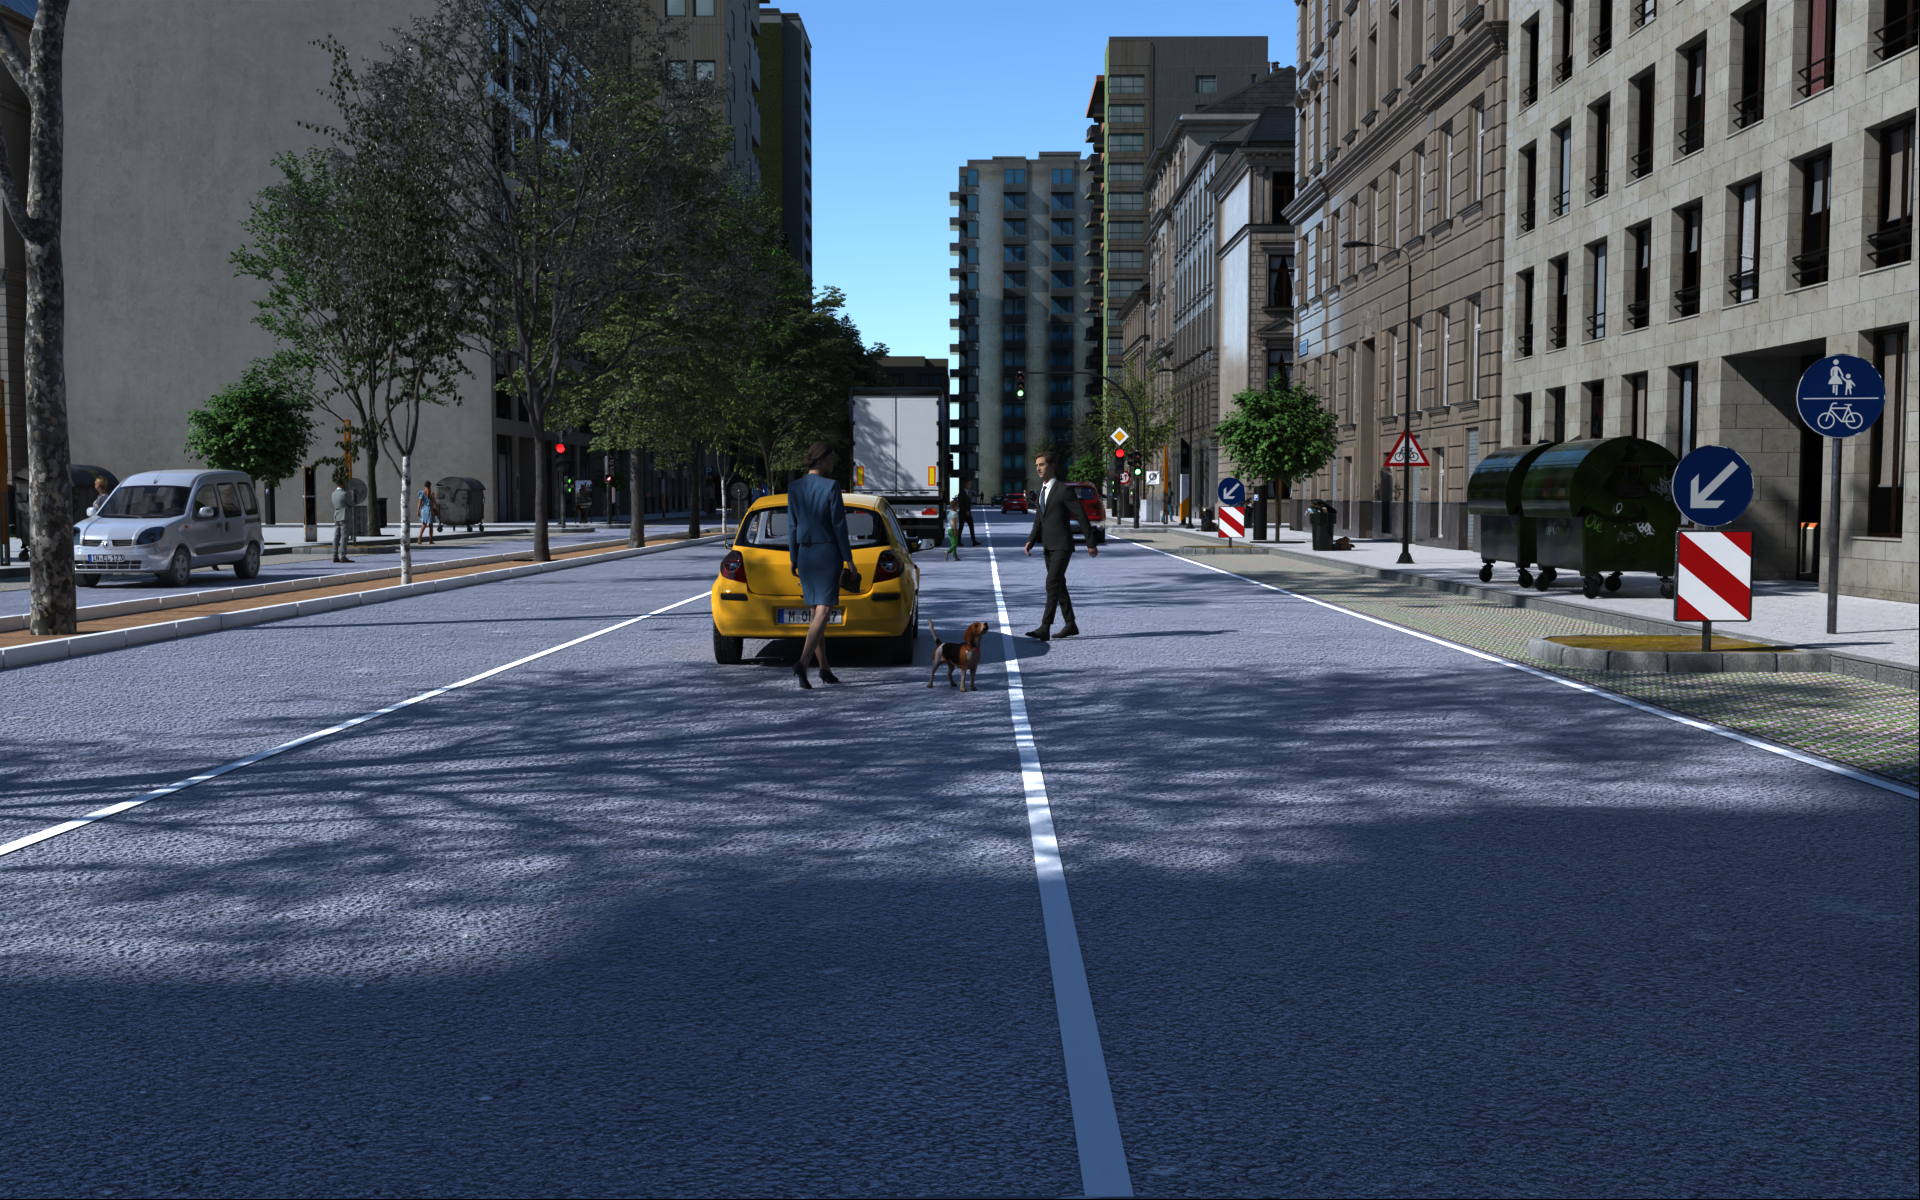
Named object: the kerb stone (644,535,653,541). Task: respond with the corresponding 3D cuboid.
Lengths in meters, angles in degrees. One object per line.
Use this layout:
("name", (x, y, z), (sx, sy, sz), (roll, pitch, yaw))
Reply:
("kerb stone", (-9.569, -1.867, 52.716), (0.120, 0.150, 1.000), (0, 4, 1))

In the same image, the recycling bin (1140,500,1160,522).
("recycling bin", (8.691, -4.073, 79.146), (0.722, 1.027, 0.722), (-1, 4, -15))

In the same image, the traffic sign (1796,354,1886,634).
("traffic sign", (8.008, -0.962, 15.836), (0.768, 2.556, 0.104), (0, 4, 8))

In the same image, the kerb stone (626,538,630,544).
("kerb stone", (-9.599, -1.678, 49.636), (0.120, 0.150, 1.000), (0, 4, 1))

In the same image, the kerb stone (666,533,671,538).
("kerb stone", (-9.535, -2.054, 55.785), (0.120, 0.150, 1.000), (0, 4, 1))

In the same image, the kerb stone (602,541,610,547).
("kerb stone", (-9.640, -1.484, 46.552), (0.120, 0.150, 1.000), (0, 4, 1))

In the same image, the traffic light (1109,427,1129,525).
("traffic light", (6.642, -5.106, 72.404), (0.839, 4.253, 0.868), (0, 4, 1))

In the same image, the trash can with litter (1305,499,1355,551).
("trash can with litter", (8.399, -1.707, 39.292), (1.055, 1.170, 0.624), (-2, 4, -25))

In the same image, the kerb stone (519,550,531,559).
("kerb stone", (-9.737, -0.988, 38.357), (0.120, 0.150, 1.000), (0, 4, 1))

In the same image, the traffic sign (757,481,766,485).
("traffic sign", (-16.029, -8.531, 139.587), (0.768, 2.556, 0.104), (0, 4, 6))

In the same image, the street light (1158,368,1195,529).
("street light", (7.994, -5.600, 64.094), (1.470, 5.913, 1.316), (0, 4, 1))

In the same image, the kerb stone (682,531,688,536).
("kerb stone", (-9.485, -2.243, 58.868), (0.120, 0.150, 1.000), (0, 4, 1))

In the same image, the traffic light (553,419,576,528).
("traffic light", (-14.815, -4.633, 64.662), (0.839, 4.253, 0.868), (0, 4, 1))

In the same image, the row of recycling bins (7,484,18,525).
("row of recycling bins", (-38.633, -4.006, 72.610), (3.534, 1.692, 1.069), (0, 4, 4))

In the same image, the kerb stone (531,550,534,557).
("kerb stone", (-9.721, -1.051, 39.385), (0.120, 0.150, 1.000), (0, 4, 1))

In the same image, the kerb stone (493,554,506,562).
("kerb stone", (-9.766, -0.863, 36.302), (0.120, 0.150, 1.000), (0, 4, 1))

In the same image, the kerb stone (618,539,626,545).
("kerb stone", (-9.616, -1.615, 48.606), (0.120, 0.150, 1.000), (0, 4, 1))

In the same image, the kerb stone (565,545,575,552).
("kerb stone", (-9.685, -1.237, 42.456), (0.120, 0.150, 1.000), (0, 4, 1))

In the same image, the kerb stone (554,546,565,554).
("kerb stone", (-9.696, -1.177, 41.434), (0.120, 0.150, 1.000), (0, 4, 1))

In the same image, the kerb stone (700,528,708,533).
("kerb stone", (-9.430, -2.557, 64.003), (0.120, 0.150, 1.000), (0, 4, 1))

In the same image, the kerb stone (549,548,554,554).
("kerb stone", (-9.713, -1.114, 40.412), (0.120, 0.150, 1.000), (0, 4, 1))

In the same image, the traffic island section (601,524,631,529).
("traffic island section", (-14.758, -3.089, 72.782), (2.009, 0.180, 2.903), (0, 4, 1))

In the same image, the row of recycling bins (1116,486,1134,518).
("row of recycling bins", (9.123, -5.381, 95.097), (1.069, 1.692, 3.534), (0, 4, 4))

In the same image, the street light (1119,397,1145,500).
("street light", (8.252, -6.731, 82.596), (1.470, 5.913, 1.316), (0, 4, 1))

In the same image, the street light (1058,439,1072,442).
("street light", (9.058, -10.683, 147.204), (1.470, 5.913, 1.316), (0, 4, 1))

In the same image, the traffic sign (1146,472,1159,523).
("traffic sign", (8.588, -4.589, 77.164), (0.606, 2.300, 0.079), (0, 4, 7))

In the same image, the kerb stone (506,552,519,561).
("kerb stone", (-9.745, -0.923, 37.324), (0.120, 0.150, 1.000), (0, 4, 1))

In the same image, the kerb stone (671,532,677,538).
("kerb stone", (-9.507, -2.118, 56.818), (0.120, 0.150, 1.000), (0, 4, 1))

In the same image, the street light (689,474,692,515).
("street light", (-15.804, -8.127, 105.423), (1.470, 5.913, 1.316), (0, 4, 1))

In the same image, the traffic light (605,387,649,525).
("traffic light", (-12.625, -5.993, 72.656), (4.771, 5.953, 1.251), (0, 4, 1))

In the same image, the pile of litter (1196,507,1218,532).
("pile of litter", (8.680, -2.778, 59.386), (1.176, 0.858, 1.719), (0, 4, 8))

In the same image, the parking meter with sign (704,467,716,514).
("parking meter with sign", (-15.905, -6.995, 110.624), (0.543, 3.016, 1.738), (0, 4, 1))

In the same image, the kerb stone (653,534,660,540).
("kerb stone", (-9.553, -1.929, 53.738), (0.120, 0.150, 1.000), (0, 4, 1))

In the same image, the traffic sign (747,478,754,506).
("traffic sign", (-16.144, -8.214, 134.299), (0.884, 2.594, 0.081), (1, 4, 9))

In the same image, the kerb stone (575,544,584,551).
("kerb stone", (-9.671, -1.302, 43.478), (0.120, 0.150, 1.000), (0, 4, 1))

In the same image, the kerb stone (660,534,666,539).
("kerb stone", (-9.542, -1.992, 54.763), (0.120, 0.150, 1.000), (0, 4, 1))

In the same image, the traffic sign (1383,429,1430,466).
("traffic sign", (8.565, -2.035, 33.277), (0.884, 2.594, 0.081), (0, 4, 7))

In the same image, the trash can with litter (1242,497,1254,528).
("trash can with litter", (10.480, -3.268, 64.825), (1.055, 1.170, 0.624), (1, 4, 19))

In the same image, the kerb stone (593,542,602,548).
("kerb stone", (-9.654, -1.427, 45.522), (0.120, 0.150, 1.000), (0, 4, 1))

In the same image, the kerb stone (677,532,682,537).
("kerb stone", (-9.504, -2.180, 57.844), (0.120, 0.150, 1.000), (0, 4, 1))

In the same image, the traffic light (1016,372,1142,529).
("traffic light", (4.452, -5.482, 64.304), (4.771, 5.953, 1.251), (0, 4, 1))

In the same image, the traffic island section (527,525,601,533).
("traffic island section", (-14.855, -2.600, 64.797), (2.009, 0.180, 2.903), (0, 4, 1))

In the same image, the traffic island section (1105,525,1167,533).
("traffic island section", (6.585, -2.584, 64.533), (2.009, 0.180, 2.903), (0, 4, 1))

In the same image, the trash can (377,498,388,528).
("trash can", (-21.937, -3.282, 65.320), (0.748, 1.137, 0.748), (0, 3, 0))

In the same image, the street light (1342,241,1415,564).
("street light", (7.704, -3.631, 31.902), (1.470, 5.913, 1.316), (0, 4, 1))

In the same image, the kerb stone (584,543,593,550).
("kerb stone", (-9.666, -1.364, 44.500), (0.120, 0.150, 1.000), (0, 4, 1))

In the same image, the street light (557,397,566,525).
("street light", (-16.207, -6.120, 72.600), (1.470, 5.913, 1.316), (0, 4, 1))

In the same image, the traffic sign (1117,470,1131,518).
("traffic sign", (8.731, -5.648, 92.453), (0.768, 2.556, 0.104), (1, 4, 9))

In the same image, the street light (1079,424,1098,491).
("street light", (8.582, -8.700, 114.787), (1.470, 5.913, 1.316), (0, 4, 1))

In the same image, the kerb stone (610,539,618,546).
("kerb stone", (-9.624, -1.546, 47.573), (0.120, 0.150, 1.000), (0, 4, 1))
